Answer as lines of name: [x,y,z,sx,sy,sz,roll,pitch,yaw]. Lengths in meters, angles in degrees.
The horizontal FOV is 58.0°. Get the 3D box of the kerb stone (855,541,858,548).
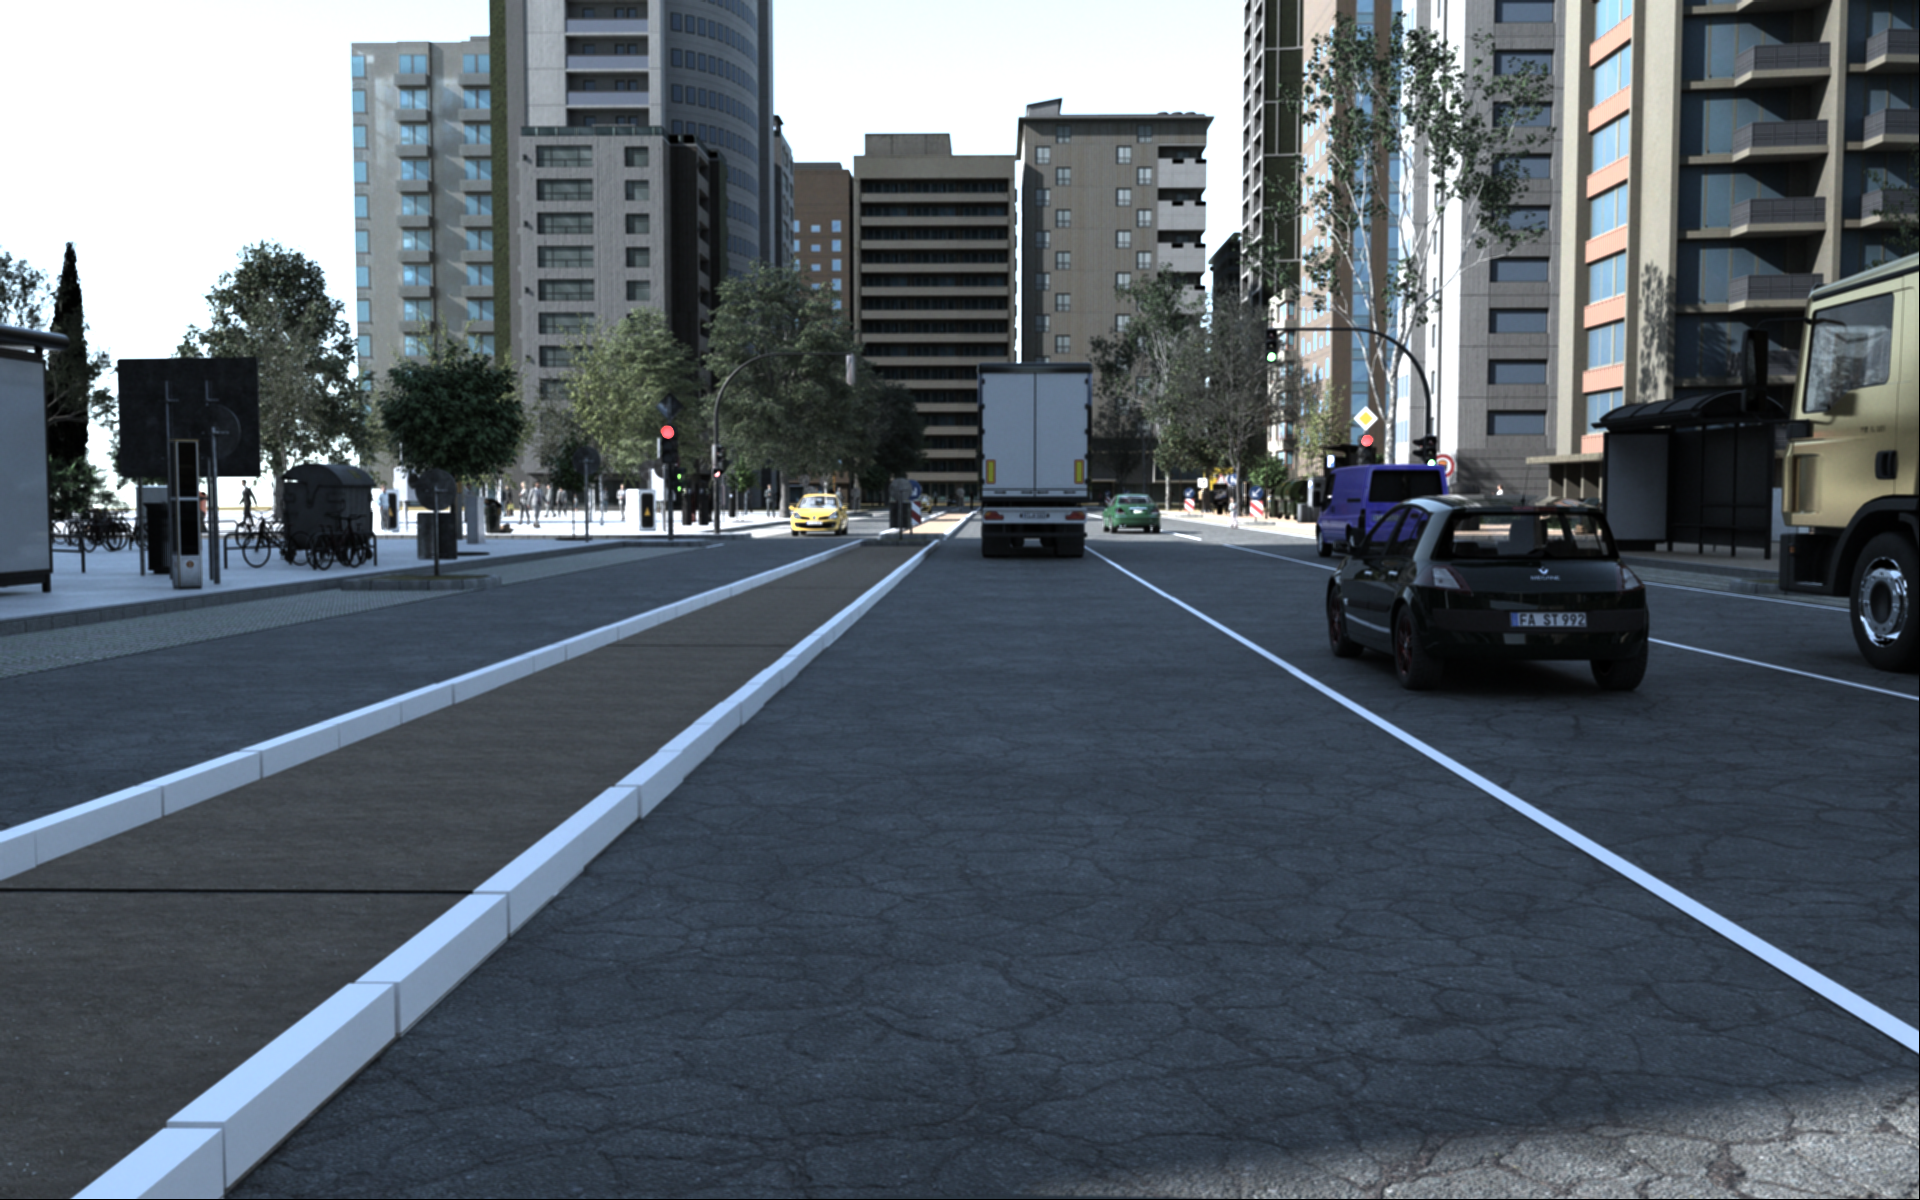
kerb stone: [-2.804,-1.396,45.018,0.120,0.150,1.000,0,4,1]

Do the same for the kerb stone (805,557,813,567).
kerb stone: [-3.032,-0.706,33.740,0.120,0.150,1.000,0,4,1]

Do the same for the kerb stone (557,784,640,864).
kerb stone: [-1.488,0.927,7.119,0.120,0.150,1.000,0,4,1]

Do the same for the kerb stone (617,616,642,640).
kerb stone: [-3.372,0.298,17.361,0.120,0.150,1.000,0,4,1]

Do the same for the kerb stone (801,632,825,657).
kerb stone: [-1.324,0.424,15.311,0.120,0.150,1.000,0,4,1]

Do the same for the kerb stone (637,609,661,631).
kerb stone: [-3.356,0.234,18.388,0.120,0.150,1.000,0,4,1]

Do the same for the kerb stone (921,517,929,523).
kerb stone: [-1.859,-4.192,90.727,0.120,0.150,1.000,0,4,1]

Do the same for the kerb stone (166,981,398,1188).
kerb stone: [-1.552,1.110,4.043,0.120,0.150,1.000,0,4,1]

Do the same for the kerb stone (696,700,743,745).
kerb stone: [-1.425,0.735,10.186,0.120,0.150,1.000,0,4,1]

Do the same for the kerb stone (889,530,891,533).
kerb stone: [-2.516,-2.248,58.949,0.120,0.150,1.000,0,4,1]

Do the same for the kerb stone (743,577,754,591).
kerb stone: [-3.207,-0.205,25.546,0.120,0.150,1.000,0,4,1]

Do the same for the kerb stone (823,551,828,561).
kerb stone: [-2.963,-0.894,36.807,0.120,0.150,1.000,0,4,1]

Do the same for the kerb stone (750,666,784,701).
kerb stone: [-1.381,0.610,12.229,0.120,0.150,1.000,0,4,1]

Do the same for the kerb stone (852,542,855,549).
kerb stone: [-2.829,-1.331,43.997,0.120,0.150,1.000,0,4,1]

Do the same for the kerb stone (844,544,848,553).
kerb stone: [-2.867,-1.207,41.942,0.120,0.150,1.000,0,4,1]

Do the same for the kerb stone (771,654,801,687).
kerb stone: [-1.356,0.552,13.251,0.120,0.150,1.000,0,4,1]

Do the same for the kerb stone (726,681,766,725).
kerb stone: [-1.397,0.673,11.207,0.120,0.150,1.000,0,4,1]

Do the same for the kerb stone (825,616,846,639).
kerb stone: [-1.274,0.296,17.360,0.120,0.150,1.000,0,4,1]

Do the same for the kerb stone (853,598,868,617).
kerb stone: [-1.208,0.110,20.429,0.120,0.150,1.000,0,4,1]

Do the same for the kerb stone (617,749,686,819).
kerb stone: [-1.452,0.860,8.142,0.120,0.150,1.000,0,4,1]

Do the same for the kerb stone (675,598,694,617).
kerb stone: [-3.314,0.110,20.438,0.120,0.150,1.000,0,4,1]

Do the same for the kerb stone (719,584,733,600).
kerb stone: [-3.251,-0.080,23.503,0.120,0.150,1.000,0,4,1]

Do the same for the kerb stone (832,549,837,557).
kerb stone: [-2.931,-1.018,38.868,0.120,0.150,1.000,0,4,1]

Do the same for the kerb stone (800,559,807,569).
kerb stone: [-3.059,-0.641,32.719,0.120,0.150,1.000,0,4,1]

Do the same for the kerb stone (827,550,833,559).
kerb stone: [-2.947,-0.956,37.833,0.120,0.150,1.000,0,4,1]

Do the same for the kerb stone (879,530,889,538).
kerb stone: [-2.541,-2.185,57.917,0.120,0.150,1.000,0,4,1]

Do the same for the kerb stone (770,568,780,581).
kerb stone: [-3.142,-0.393,28.629,0.120,0.150,1.000,0,4,1]

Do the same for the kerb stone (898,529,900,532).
kerb stone: [-2.416,-2.561,64.069,0.120,0.150,1.000,0,4,1]

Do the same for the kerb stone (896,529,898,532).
kerb stone: [-2.438,-2.499,63.047,0.120,0.150,1.000,0,4,1]

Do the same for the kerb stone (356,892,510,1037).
kerb stone: [-1.525,1.050,5.066,0.120,0.150,1.000,0,4,1]

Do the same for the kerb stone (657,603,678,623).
kerb stone: [-3.337,0.170,19.416,0.120,0.150,1.000,0,4,1]

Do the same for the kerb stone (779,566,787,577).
kerb stone: [-3.122,-0.451,29.654,0.120,0.150,1.000,0,4,1]

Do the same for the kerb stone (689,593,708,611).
kerb stone: [-3.295,0.045,21.459,0.120,0.150,1.000,0,4,1]

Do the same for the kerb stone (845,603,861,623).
kerb stone: [-1.233,0.172,19.407,0.120,0.150,1.000,0,4,1]

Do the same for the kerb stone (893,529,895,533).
kerb stone: [-2.483,-2.373,60.997,0.120,0.150,1.000,0,4,1]

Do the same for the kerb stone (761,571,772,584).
kerb stone: [-3.162,-0.330,27.598,0.120,0.150,1.000,0,4,1]

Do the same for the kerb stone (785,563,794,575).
kerb stone: [-3.103,-0.513,30.675,0.120,0.150,1.000,0,4,1]

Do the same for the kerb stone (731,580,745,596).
kerb stone: [-3.218,-0.142,24.524,0.120,0.150,1.000,0,4,1]

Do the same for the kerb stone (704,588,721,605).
kerb stone: [-3.273,-0.017,22.481,0.120,0.150,1.000,0,4,1]

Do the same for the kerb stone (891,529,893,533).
kerb stone: [-2.498,-2.310,59.975,0.120,0.150,1.000,0,4,1]

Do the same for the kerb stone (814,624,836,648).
kerb stone: [-1.298,0.359,16.332,0.120,0.150,1.000,0,4,1]

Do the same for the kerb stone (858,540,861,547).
kerb stone: [-2.790,-1.457,46.040,0.120,0.150,1.000,0,4,1]

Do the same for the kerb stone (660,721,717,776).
kerb stone: [-1.441,0.797,9.164,0.120,0.150,1.000,0,4,1]

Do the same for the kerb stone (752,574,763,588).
kerb stone: [-3.184,-0.268,26.577,0.120,0.150,1.000,0,4,1]

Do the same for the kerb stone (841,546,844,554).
kerb stone: [-2.896,-1.138,40.912,0.120,0.150,1.000,0,4,1]

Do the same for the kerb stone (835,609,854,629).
kerb stone: [-1.256,0.233,18.384,0.120,0.150,1.000,0,4,1]

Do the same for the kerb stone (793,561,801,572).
kerb stone: [-3.081,-0.575,31.697,0.120,0.150,1.000,0,4,1]

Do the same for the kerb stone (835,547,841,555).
kerb stone: [-2.913,-1.082,39.890,0.120,0.150,1.000,0,4,1]

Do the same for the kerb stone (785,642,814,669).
kerb stone: [-1.341,0.486,14.278,0.120,0.150,1.000,0,4,1]

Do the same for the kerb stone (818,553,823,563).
kerb stone: [-2.995,-0.831,35.786,0.120,0.150,1.000,0,4,1]

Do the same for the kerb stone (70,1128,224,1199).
kerb stone: [-1.566,1.177,3.017,0.120,0.150,1.000,0,4,1]

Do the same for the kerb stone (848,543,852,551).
kerb stone: [-2.848,-1.271,42.975,0.120,0.150,1.000,0,4,1]

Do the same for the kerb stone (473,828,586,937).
kerb stone: [-1.504,0.985,6.097,0.120,0.150,1.000,0,4,1]

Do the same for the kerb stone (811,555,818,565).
kerb stone: [-3.019,-0.769,34.764,0.120,0.150,1.000,0,4,1]
